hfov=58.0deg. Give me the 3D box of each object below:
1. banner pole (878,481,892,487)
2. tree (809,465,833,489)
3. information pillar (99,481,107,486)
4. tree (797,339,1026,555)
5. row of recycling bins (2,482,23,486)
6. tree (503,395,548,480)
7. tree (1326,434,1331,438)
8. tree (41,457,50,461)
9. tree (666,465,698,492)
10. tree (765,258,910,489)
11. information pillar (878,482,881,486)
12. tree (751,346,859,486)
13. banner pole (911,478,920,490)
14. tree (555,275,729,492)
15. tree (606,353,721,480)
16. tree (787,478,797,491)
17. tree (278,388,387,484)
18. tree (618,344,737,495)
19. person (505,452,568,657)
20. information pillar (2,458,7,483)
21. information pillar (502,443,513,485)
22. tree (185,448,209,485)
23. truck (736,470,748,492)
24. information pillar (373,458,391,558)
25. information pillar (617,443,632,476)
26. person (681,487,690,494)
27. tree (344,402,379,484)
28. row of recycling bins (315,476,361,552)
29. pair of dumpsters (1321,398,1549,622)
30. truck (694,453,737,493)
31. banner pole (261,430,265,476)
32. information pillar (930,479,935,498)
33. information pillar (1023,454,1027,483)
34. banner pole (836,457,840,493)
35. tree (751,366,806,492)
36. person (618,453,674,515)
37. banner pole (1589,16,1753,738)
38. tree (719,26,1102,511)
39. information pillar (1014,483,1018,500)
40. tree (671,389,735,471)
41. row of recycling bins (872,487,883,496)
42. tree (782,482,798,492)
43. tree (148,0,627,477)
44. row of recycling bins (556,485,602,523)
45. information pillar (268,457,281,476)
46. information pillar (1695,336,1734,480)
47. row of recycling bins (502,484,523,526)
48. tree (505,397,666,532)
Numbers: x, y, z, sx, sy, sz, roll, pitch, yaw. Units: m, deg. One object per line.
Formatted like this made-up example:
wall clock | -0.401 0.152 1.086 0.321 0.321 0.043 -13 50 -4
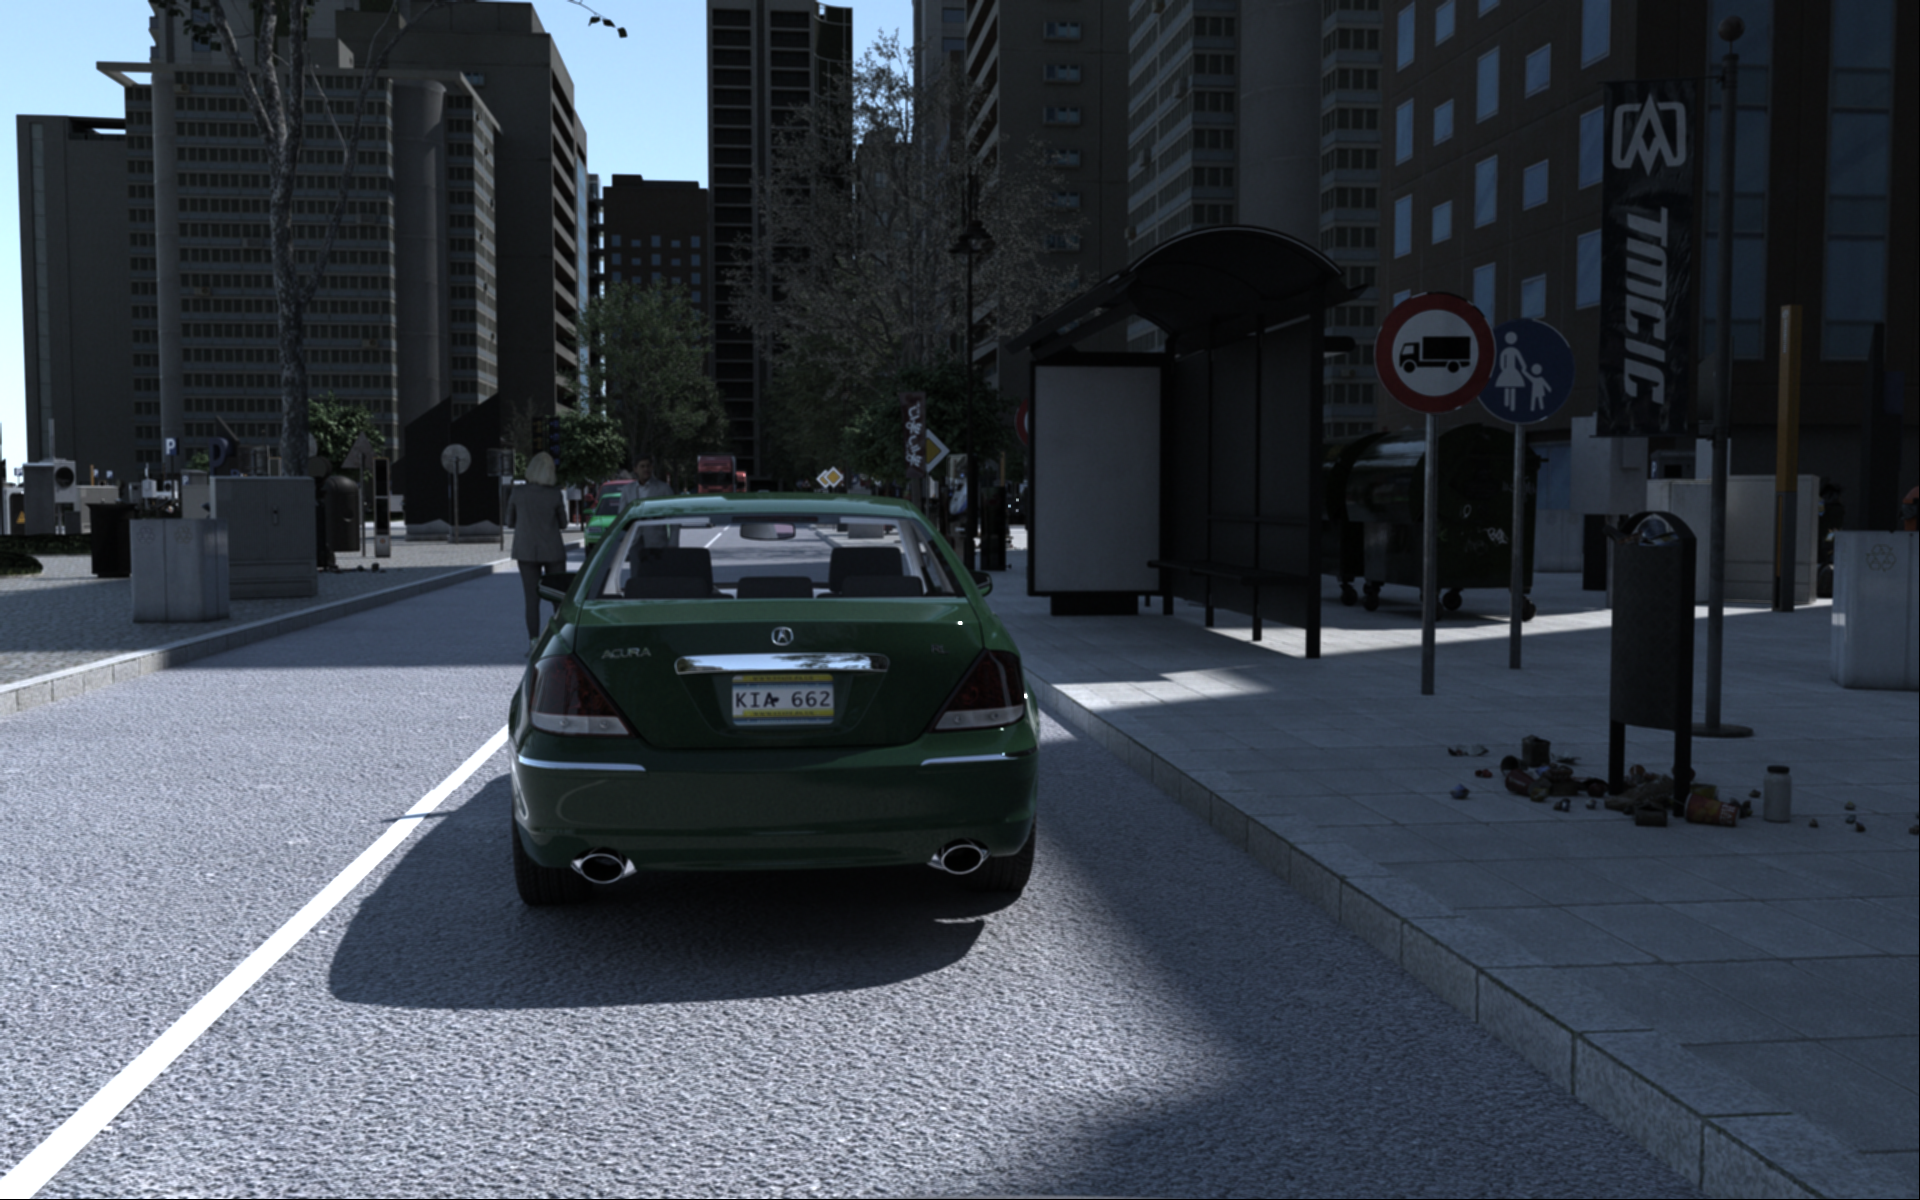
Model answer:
banner pole | -3.215 -5.007 71.889 0.863 3.779 0.401 1 4 20
tree | -7.892 -6.376 98.841 1.663 3.219 1.824 0 3 0
information pillar | -47.835 -5.640 96.701 0.304 2.012 0.304 -1 4 -11
tree | -0.426 -3.242 36.725 4.285 4.588 4.351 0 3 0
row of recycling bins | -32.606 -3.139 58.428 3.534 1.692 1.069 1 4 14
tree | -32.420 -10.915 128.822 4.360 8.622 3.978 0 3 0
tree | 11.861 -3.739 55.733 1.663 3.219 1.824 0 3 0
tree | -42.613 -5.318 81.554 1.663 3.219 1.824 0 3 0
tree | -24.380 -10.338 152.743 4.285 4.588 4.351 0 3 0
tree | -5.244 -10.082 82.964 7.486 12.596 7.792 0 3 0
information pillar | -4.923 -7.150 108.260 0.504 3.616 0.183 -1 4 -21
tree | -10.816 -13.005 129.641 9.611 12.733 9.660 0 3 0
banner pole | -3.111 -7.902 119.213 0.863 3.779 0.401 -2 4 -28
tree | -15.461 -9.616 82.982 9.928 11.665 9.643 0 3 0
tree | -18.628 -10.611 107.906 8.767 10.594 7.601 1 4 11
tree | -14.112 -10.407 153.874 4.285 4.588 4.351 0 3 0
tree | -19.492 -4.282 53.731 4.285 4.588 4.351 0 3 0
tree | -21.681 -13.106 131.294 9.611 12.733 9.660 0 3 0
person | -3.732 -0.406 15.321 0.537 1.800 0.526 0 4 -3
information pillar | -62.310 -7.429 112.823 0.183 3.616 0.504 1 4 15
information pillar | -20.865 -5.418 79.936 0.504 3.616 0.183 -2 4 -35
tree | -53.357 -8.522 123.051 4.285 4.588 4.351 0 3 0
truck | -26.270 -13.078 202.743 2.839 4.237 11.283 0 4 -7
information pillar | -11.701 -1.869 35.045 0.304 2.012 0.304 -1 4 -20
information pillar | -14.713 -5.146 75.496 0.504 3.616 0.183 -2 4 -34
person | -14.905 -5.237 94.136 0.660 1.820 0.620 -2 4 -24
tree | -47.790 -11.428 137.215 4.737 8.622 4.395 0 3 0
row of recycling bins | -14.534 -2.004 39.875 1.069 1.692 3.534 -2 4 -30
pair of dumpsters | 4.945 -1.033 19.378 1.574 2.255 4.437 0 4 -6
truck | -16.785 -8.002 119.751 2.839 4.237 11.283 0 4 -7
banner pole | -27.353 -4.775 68.095 0.401 3.779 0.863 -1 4 -19
information pillar | -1.252 -5.117 75.012 0.183 3.616 0.504 2 4 31
information pillar | 3.904 -6.712 101.090 0.504 3.616 0.183 3 4 39
banner pole | -7.197 -6.863 102.230 0.401 3.779 0.863 1 4 14
tree | -14.670 -15.675 162.935 9.857 13.997 8.962 0 3 0
person | -3.139 -0.562 17.536 0.661 1.843 0.795 1 4 8
banner pole | 3.815 -1.175 9.234 0.863 3.779 0.401 1 4 12
tree | -1.195 -8.266 45.514 12.009 13.543 11.850 0 3 0
information pillar | 3.702 -6.583 112.120 0.304 2.012 0.304 -1 4 -12
tree | -25.239 -15.139 165.644 7.486 12.596 7.792 0 3 0
row of recycling bins | -6.189 -8.419 144.767 3.534 1.692 1.069 2 4 29
tree | -16.849 -13.891 177.472 4.360 8.622 3.978 0 3 0
tree | -9.653 -10.232 23.180 12.611 20.169 13.585 0 3 0
row of recycling bins | -16.592 -4.331 77.930 3.534 1.692 1.069 -2 4 -24
information pillar | -13.612 -1.848 34.708 0.304 2.012 0.304 1 4 21
information pillar | 11.246 -2.108 25.824 0.504 3.616 0.183 2 4 34
row of recycling bins | -18.097 -3.861 70.248 1.069 1.692 3.534 -2 4 -27
tree | -12.965 -4.604 58.982 4.285 4.588 4.351 0 3 0
